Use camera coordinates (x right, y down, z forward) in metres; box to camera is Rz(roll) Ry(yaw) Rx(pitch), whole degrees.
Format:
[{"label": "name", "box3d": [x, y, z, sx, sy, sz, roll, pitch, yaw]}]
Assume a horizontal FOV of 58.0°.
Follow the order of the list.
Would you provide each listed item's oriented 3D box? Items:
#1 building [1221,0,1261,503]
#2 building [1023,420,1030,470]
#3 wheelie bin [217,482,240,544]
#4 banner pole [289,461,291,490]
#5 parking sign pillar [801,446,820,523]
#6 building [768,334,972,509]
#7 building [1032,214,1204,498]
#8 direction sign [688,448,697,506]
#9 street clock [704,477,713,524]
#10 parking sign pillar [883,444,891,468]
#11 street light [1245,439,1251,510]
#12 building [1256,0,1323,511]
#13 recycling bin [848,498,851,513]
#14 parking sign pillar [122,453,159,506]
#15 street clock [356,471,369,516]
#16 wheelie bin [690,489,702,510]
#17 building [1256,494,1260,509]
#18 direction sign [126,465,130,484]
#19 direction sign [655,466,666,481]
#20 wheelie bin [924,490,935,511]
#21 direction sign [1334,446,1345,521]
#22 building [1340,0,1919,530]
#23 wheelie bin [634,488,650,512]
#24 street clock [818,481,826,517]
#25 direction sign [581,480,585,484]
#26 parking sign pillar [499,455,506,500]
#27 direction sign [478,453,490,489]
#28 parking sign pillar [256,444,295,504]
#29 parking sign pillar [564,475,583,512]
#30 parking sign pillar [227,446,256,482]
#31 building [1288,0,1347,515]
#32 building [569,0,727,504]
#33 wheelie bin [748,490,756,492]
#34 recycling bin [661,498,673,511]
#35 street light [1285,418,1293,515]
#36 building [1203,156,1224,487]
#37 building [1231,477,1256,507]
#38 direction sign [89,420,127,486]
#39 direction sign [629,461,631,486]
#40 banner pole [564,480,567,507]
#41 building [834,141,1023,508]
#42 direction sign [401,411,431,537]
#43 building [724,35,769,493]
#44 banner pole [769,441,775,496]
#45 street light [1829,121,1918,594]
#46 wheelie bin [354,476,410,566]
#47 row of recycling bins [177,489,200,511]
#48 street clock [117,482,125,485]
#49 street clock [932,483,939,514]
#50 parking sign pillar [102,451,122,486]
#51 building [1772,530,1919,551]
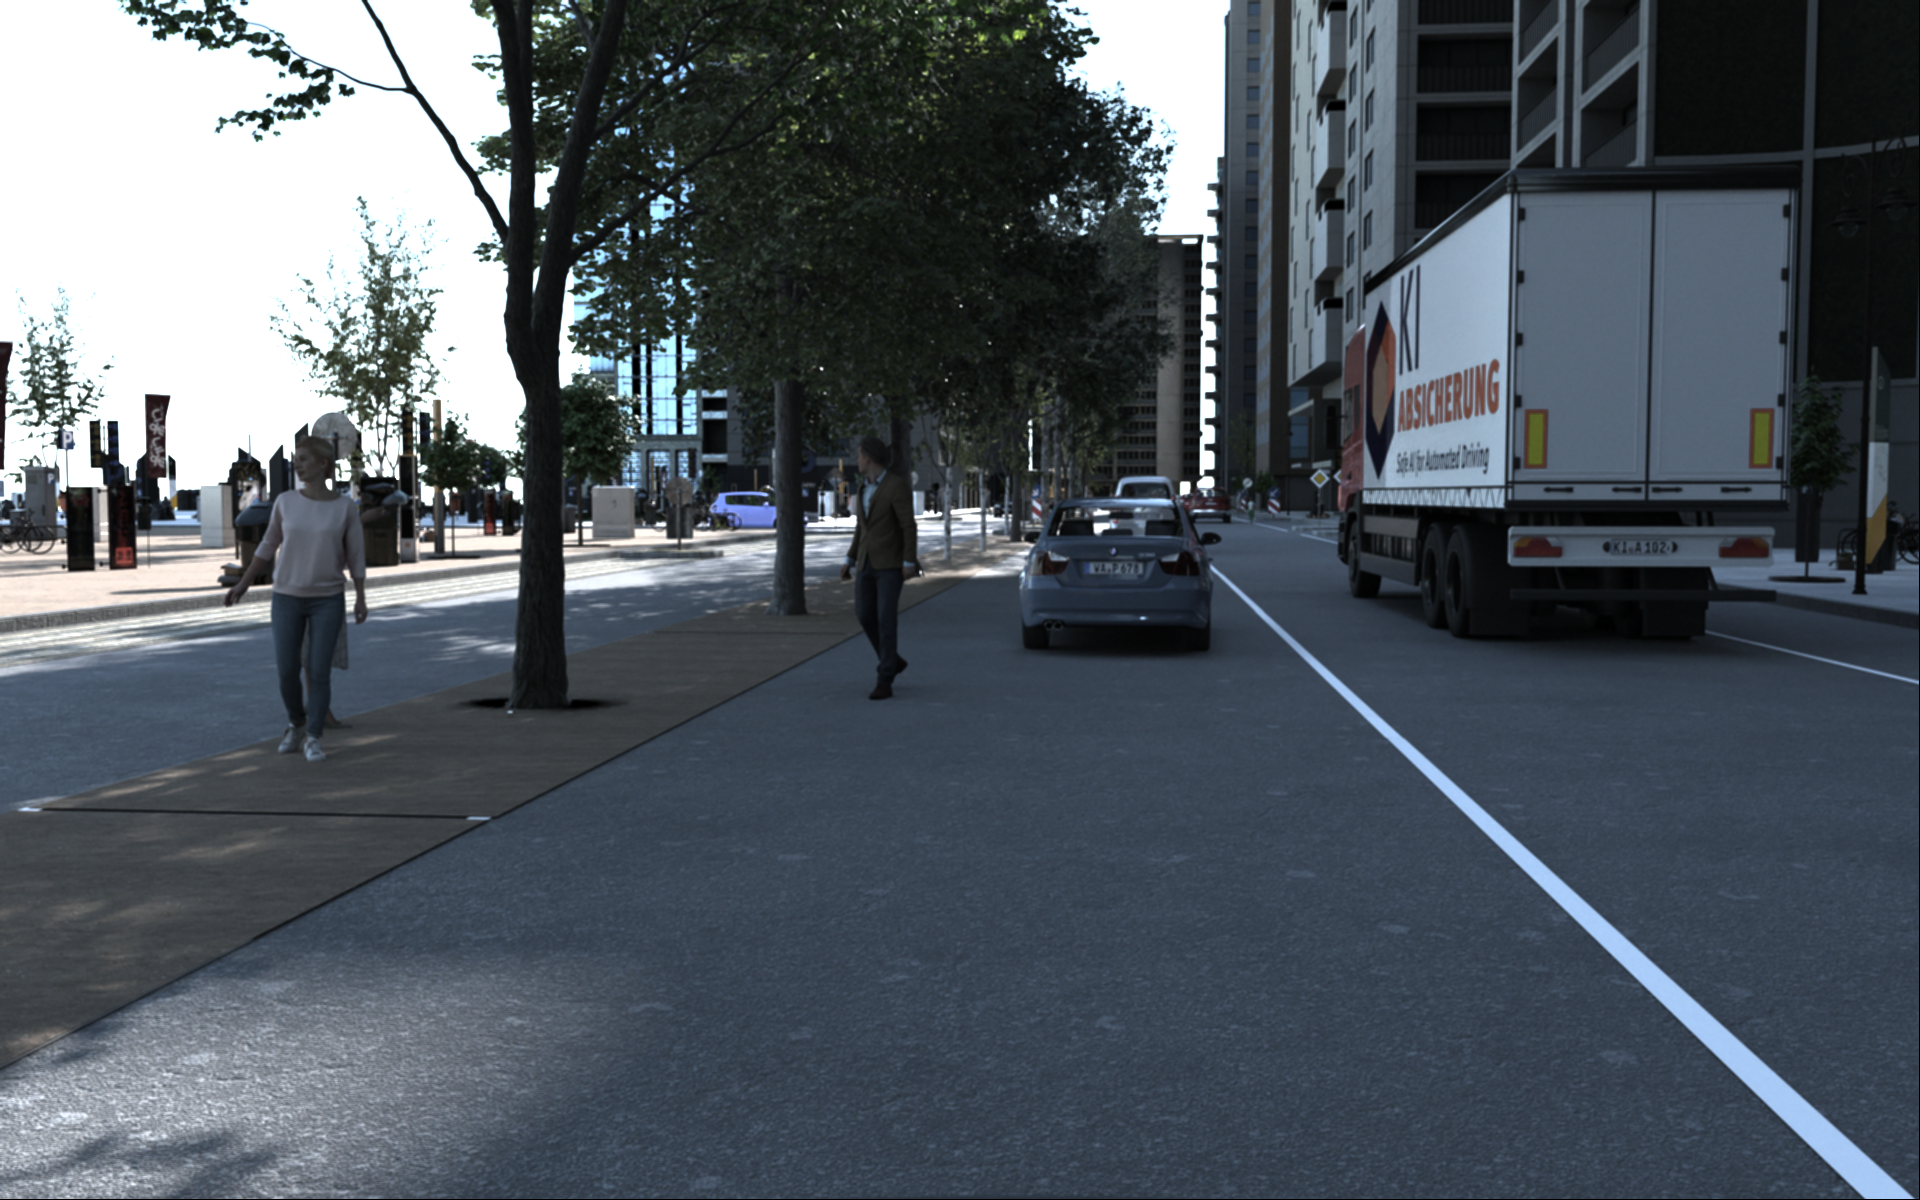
[{"label": "building", "box3d": [41.109, -40.317, 201.188, 21.231, 58.520, 28.212, 0, 4, 6]}, {"label": "building", "box3d": [2.152, -35.858, 236.393, 14.200, 45.320, 14.600, 0, 4, 6]}, {"label": "wheelie bin", "box3d": [-18.749, -2.249, 44.672, 0.980, 1.594, 0.693, -2, 4, -30]}, {"label": "banner pole", "box3d": [-44.942, -7.681, 115.595, 0.863, 3.779, 0.401, 0, 4, 2]}, {"label": "parking sign pillar", "box3d": [-6.924, -5.373, 76.326, 1.447, 3.967, 1.447, -2, 4, -28]}, {"label": "building", "box3d": [-7.017, -45.075, 175.231, 20.563, 71.187, 20.611, 0, 4, 6]}, {"label": "building", "box3d": [22.005, -33.717, 243.153, 23.993, 40.220, 32.217, 0, 4, 6]}, {"label": "direction sign", "box3d": [-13.140, -5.696, 85.121, 0.379, 3.537, 0.876, 1, 4, 16]}, {"label": "street clock", "box3d": [-10.906, -4.310, 75.034, 0.358, 2.002, 0.471, 1, 4, 15]}, {"label": "parking sign pillar", "box3d": [-4.113, -6.181, 89.527, 1.447, 3.967, 1.447, -1, 4, -18]}, {"label": "street light", "box3d": [23.545, -10.341, 141.866, 0.468, 5.910, 1.993, 0, 4, 6]}, {"label": "building", "box3d": [30.589, -29.604, 134.134, 14.600, 45.320, 14.200, 0, 4, 6]}, {"label": "recycling bin", "box3d": [-7.427, -6.459, 118.152, 0.722, 1.027, 0.722, 1, 4, 13]}, {"label": "parking sign pillar", "box3d": [-42.238, -6.207, 89.949, 1.447, 3.967, 1.447, 1, 4, 12]}, {"label": "street clock", "box3d": [-19.072, -3.102, 55.287, 0.471, 2.002, 0.358, 2, 4, 30]}, {"label": "wheelie bin", "box3d": [-15.350, -5.680, 100.777, 0.693, 1.594, 0.980, -2, 4, -28]}, {"label": "building", "box3d": [33.975, -28.949, 156.912, 14.154, 41.232, 14.086, 0, 4, 6]}, {"label": "direction sign", "box3d": [-65.800, -8.845, 136.618, 0.379, 3.537, 0.876, 1, 4, 18]}, {"label": "direction sign", "box3d": [-23.841, -8.935, 138.077, 0.876, 3.537, 0.379, -1, 4, -12]}, {"label": "wheelie bin", "box3d": [-2.346, -7.696, 133.742, 0.980, 1.594, 0.693, 1, 4, 16]}, {"label": "direction sign", "box3d": [18.129, -5.501, 81.943, 0.876, 3.537, 0.379, -1, 4, -10]}, {"label": "building", "box3d": [28.671, -38.992, 75.772, 20.611, 71.187, 20.563, 0, 4, 6]}, {"label": "wheelie bin", "box3d": [-16.817, -5.107, 91.399, 0.693, 1.594, 0.980, -3, 5, -42]}, {"label": "street clock", "box3d": [-7.598, -5.568, 95.611, 0.358, 2.002, 0.471, -2, 4, -35]}, {"label": "direction sign", "box3d": [-29.154, -8.615, 132.849, 0.876, 3.537, 0.379, -3, 5, -40]}, {"label": "parking sign pillar", "box3d": [-31.313, -7.956, 118.551, 1.447, 3.967, 1.447, -1, 4, -12]}, {"label": "direction sign", "box3d": [-26.064, -6.282, 94.706, 0.876, 3.537, 0.379, 1, 4, 19]}, {"label": "parking sign pillar", "box3d": [-36.634, -6.404, 93.171, 1.447, 3.967, 1.447, 3, 4, 37]}, {"label": "parking sign pillar", "box3d": [-27.984, -8.359, 125.149, 1.447, 3.967, 1.447, 2, 4, 30]}, {"label": "parking sign pillar", "box3d": [-39.924, -6.653, 97.242, 1.447, 3.967, 1.447, 0, 4, 3]}, {"label": "building", "box3d": [34.711, -31.518, 104.559, 28.713, 52.752, 27.495, 0, 4, 6]}, {"label": "building", "box3d": [-41.418, -56.939, 243.626, 31.000, 86.520, 22.319, 0, 4, 6]}, {"label": "wheelie bin", "box3d": [-16.761, -8.041, 139.376, 0.980, 1.594, 0.693, -2, 4, -32]}, {"label": "recycling bin", "box3d": [-21.159, -6.869, 124.858, 0.722, 1.027, 0.722, 1, 4, 9]}, {"label": "street light", "box3d": [19.875, -8.067, 104.686, 0.468, 5.910, 1.993, 0, 4, 6]}, {"label": "building", "box3d": [48.721, -37.727, 236.445, 30.456, 49.044, 23.786, 0, 4, 6]}, {"label": "building", "box3d": [44.194, -29.550, 175.022, 32.217, 40.220, 23.993, 0, 4, 6]}, {"label": "direction sign", "box3d": [-26.171, -3.734, 53.041, 0.876, 3.537, 0.379, 0, 4, -5]}, {"label": "direction sign", "box3d": [-22.333, -7.672, 117.438, 0.379, 3.537, 0.876, 0, 4, -5]}, {"label": "banner pole", "box3d": [-32.474, -9.258, 141.382, 0.401, 3.779, 0.863, 3, 5, 41]}, {"label": "building", "box3d": [-3.102, -47.149, 209.142, 20.611, 71.187, 20.563, 0, 4, 6]}, {"label": "direction sign", "box3d": [-14.873, -3.392, 47.457, 0.379, 3.537, 0.876, 3, 5, 41]}, {"label": "building", "box3d": [-8.666, -43.821, 154.721, 20.563, 71.187, 20.611, 0, 4, 6]}, {"label": "banner pole", "box3d": [-8.865, -5.639, 82.217, 0.401, 3.779, 0.863, -3, 5, -44]}, {"label": "street light", "box3d": [11.534, -3.012, 22.027, 0.468, 5.910, 1.993, 0, 4, 6]}, {"label": "wheelie bin", "box3d": [-10.325, -1.407, 30.915, 0.980, 1.594, 0.693, -1, 4, -20]}, {"label": "row of recycling bins", "box3d": [-59.588, -7.810, 134.812, 1.069, 1.692, 3.534, 1, 4, 17]}, {"label": "street clock", "box3d": [-50.648, -6.116, 104.570, 0.471, 2.002, 0.358, -1, 4, -21]}, {"label": "street clock", "box3d": [-1.536, -6.379, 108.863, 0.358, 2.002, 0.471, 3, 5, 41]}, {"label": "parking sign pillar", "box3d": [-52.964, -7.339, 108.460, 1.447, 3.967, 1.447, -3, 4, -38]}, {"label": "building", "box3d": [24.594, -36.993, 43.091, 20.563, 71.187, 20.611, 0, 4, 6]}]
